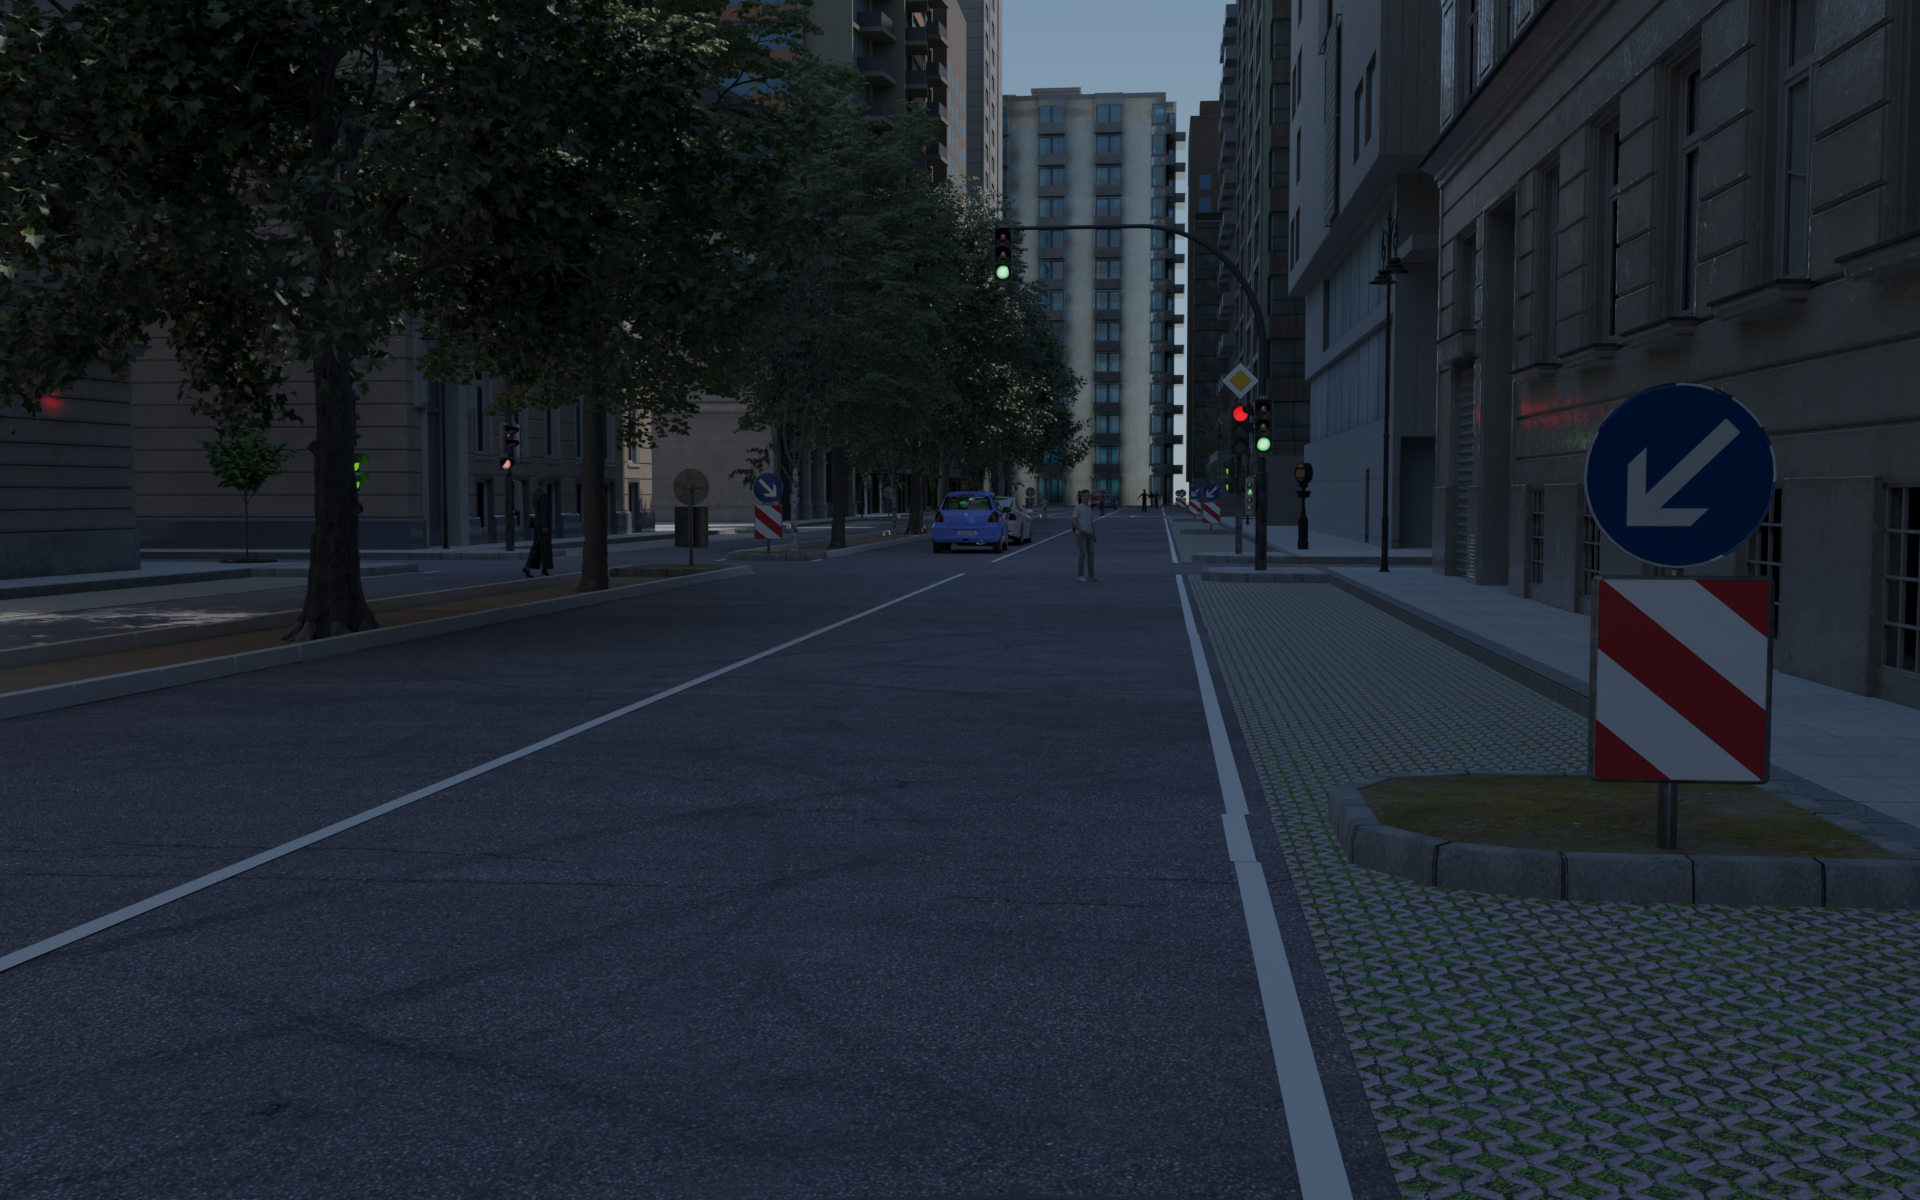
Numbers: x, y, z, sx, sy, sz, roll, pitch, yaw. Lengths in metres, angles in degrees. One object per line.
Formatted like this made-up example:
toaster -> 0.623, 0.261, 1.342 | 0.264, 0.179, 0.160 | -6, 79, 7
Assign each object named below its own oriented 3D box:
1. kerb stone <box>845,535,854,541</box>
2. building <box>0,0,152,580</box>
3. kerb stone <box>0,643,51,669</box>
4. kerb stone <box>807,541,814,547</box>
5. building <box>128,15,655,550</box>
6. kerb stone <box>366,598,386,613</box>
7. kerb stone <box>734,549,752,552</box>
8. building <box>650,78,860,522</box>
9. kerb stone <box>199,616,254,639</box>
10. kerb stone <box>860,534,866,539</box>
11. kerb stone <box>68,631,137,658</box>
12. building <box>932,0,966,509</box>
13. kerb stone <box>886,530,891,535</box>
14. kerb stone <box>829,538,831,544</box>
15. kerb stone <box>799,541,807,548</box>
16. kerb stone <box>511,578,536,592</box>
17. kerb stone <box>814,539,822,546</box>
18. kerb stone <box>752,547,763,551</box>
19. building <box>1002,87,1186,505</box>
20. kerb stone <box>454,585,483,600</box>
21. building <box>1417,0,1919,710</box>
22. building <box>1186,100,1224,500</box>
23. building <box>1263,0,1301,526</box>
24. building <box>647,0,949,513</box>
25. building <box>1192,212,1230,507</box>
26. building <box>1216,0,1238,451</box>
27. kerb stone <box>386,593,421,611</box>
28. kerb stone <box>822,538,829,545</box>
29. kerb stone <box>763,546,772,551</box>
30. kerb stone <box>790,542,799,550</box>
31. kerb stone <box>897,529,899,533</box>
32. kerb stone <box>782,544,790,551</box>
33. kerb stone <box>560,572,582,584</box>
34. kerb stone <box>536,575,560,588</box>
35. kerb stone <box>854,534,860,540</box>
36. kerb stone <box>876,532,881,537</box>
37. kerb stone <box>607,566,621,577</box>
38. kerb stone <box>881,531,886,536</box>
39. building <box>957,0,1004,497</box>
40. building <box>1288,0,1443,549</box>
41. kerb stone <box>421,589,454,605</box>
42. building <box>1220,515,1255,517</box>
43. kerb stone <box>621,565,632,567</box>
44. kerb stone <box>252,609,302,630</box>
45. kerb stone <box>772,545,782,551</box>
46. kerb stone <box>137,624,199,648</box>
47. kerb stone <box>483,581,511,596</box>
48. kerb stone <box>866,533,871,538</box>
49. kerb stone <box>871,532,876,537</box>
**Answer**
kerb stone -> -3.443, -1.864, 52.677 | 0.120, 0.150, 1.000 | 0, 4, 7
building -> -31.285, -12.619, 25.398 | 34.723, 24.649, 14.460 | 0, 4, 7
kerb stone -> -7.832, 0.476, 14.451 | 0.120, 0.150, 1.000 | 0, 4, 7
kerb stone -> -4.146, -1.489, 46.573 | 0.120, 0.150, 1.000 | 0, 4, 7
building -> -17.676, -16.107, 49.257 | 13.634, 28.700, 20.117 | 0, 4, 7
kerb stone -> -7.131, 0.100, 20.564 | 0.120, 0.150, 1.000 | 0, 4, 7
kerb stone -> -4.961, -1.054, 39.434 | 0.120, 0.150, 1.000 | 0, 4, 7
building -> -12.562, -13.972, 79.356 | 10.553, 20.767, 40.483 | 0, 4, 7
kerb stone -> -7.479, 0.299, 17.510 | 0.120, 0.150, 1.000 | 0, 4, 7
kerb stone -> -3.201, -1.987, 54.717 | 0.120, 0.150, 1.000 | 0, 4, 7
kerb stone -> -7.721, 0.412, 15.467 | 0.120, 0.150, 1.000 | 0, 4, 7
building -> -7.108, -30.569, 149.915 | 14.600, 45.320, 14.200 | 0, 4, 7
kerb stone -> -2.616, -2.297, 59.802 | 0.120, 0.150, 1.000 | 0, 4, 7
kerb stone -> -3.792, -1.677, 49.620 | 0.120, 0.150, 1.000 | 0, 4, 7
kerb stone -> -4.259, -1.429, 45.557 | 0.120, 0.150, 1.000 | 0, 4, 7
kerb stone -> -6.547, -0.211, 25.644 | 0.120, 0.150, 1.000 | 0, 4, 7
kerb stone -> -4.027, -1.551, 47.588 | 0.120, 0.150, 1.000 | 0, 4, 7
kerb stone -> -4.843, -1.114, 40.453 | 0.120, 0.150, 1.000 | 0, 4, 7
building -> 11.433, -35.924, 206.961 | 30.456, 49.044, 23.786 | 0, 4, 7
kerb stone -> -6.788, -0.087, 23.611 | 0.120, 0.150, 1.000 | 0, 4, 7
building -> 13.320, -10.976, 12.747 | 16.112, 22.955, 30.059 | 0, 4, 7
building -> 33.458, -33.632, 199.993 | 14.200, 45.320, 14.600 | 0, 4, 7
building -> 20.153, -18.556, 75.096 | 14.160, 30.474, 14.107 | 0, 4, 7
building -> -12.654, -28.999, 128.750 | 22.147, 44.769, 28.867 | 0, 4, 7
building -> 31.106, -24.905, 178.890 | 14.160, 30.474, 14.107 | 0, 4, 7
building -> 34.595, -32.769, 155.375 | 23.786, 49.044, 30.456 | 0, 4, 7
kerb stone -> -7.014, 0.038, 21.579 | 0.120, 0.150, 1.000 | 0, 4, 7
kerb stone -> -3.910, -1.614, 48.604 | 0.120, 0.150, 1.000 | 0, 4, 7
kerb stone -> -4.726, -1.179, 41.474 | 0.120, 0.150, 1.000 | 0, 4, 7
kerb stone -> -4.372, -1.363, 44.538 | 0.120, 0.150, 1.000 | 0, 4, 7
kerb stone -> -2.390, -2.425, 61.838 | 0.120, 0.150, 1.000 | 0, 4, 7
kerb stone -> -4.493, -1.304, 43.513 | 0.120, 0.150, 1.000 | 0, 4, 7
kerb stone -> -6.311, -0.335, 27.675 | 0.120, 0.150, 1.000 | 0, 4, 7
kerb stone -> -6.429, -0.272, 26.659 | 0.120, 0.150, 1.000 | 0, 4, 7
kerb stone -> -3.322, -1.926, 53.697 | 0.120, 0.150, 1.000 | 0, 4, 7
kerb stone -> -2.859, -2.175, 57.765 | 0.120, 0.150, 1.000 | 0, 4, 7
kerb stone -> -6.078, -0.460, 29.711 | 0.120, 0.150, 1.000 | 0, 4, 7
kerb stone -> -2.732, -2.238, 58.786 | 0.120, 0.150, 1.000 | 0, 4, 7
building -> -6.606, -45.344, 179.628 | 20.611, 71.187, 20.563 | 0, 4, 7
building -> 23.515, -28.088, 48.475 | 27.495, 52.752, 28.713 | 0, 4, 7
kerb stone -> -6.896, -0.024, 22.594 | 0.120, 0.150, 1.000 | 0, 4, 7
building -> 25.139, -40.398, 98.759 | 20.563, 71.187, 20.611 | 0, 4, 7
kerb stone -> -5.965, -0.520, 30.727 | 0.120, 0.150, 1.000 | 0, 4, 7
kerb stone -> -7.365, 0.225, 18.524 | 0.120, 0.150, 1.000 | 0, 4, 7
kerb stone -> -4.609, -1.239, 42.493 | 0.120, 0.150, 1.000 | 0, 4, 7
kerb stone -> -7.602, 0.349, 16.489 | 0.120, 0.150, 1.000 | 0, 4, 7
kerb stone -> -6.661, -0.149, 24.625 | 0.120, 0.150, 1.000 | 0, 4, 7
kerb stone -> -3.086, -2.051, 55.733 | 0.120, 0.150, 1.000 | 0, 4, 7
kerb stone -> -2.965, -2.113, 56.748 | 0.120, 0.150, 1.000 | 0, 4, 7
